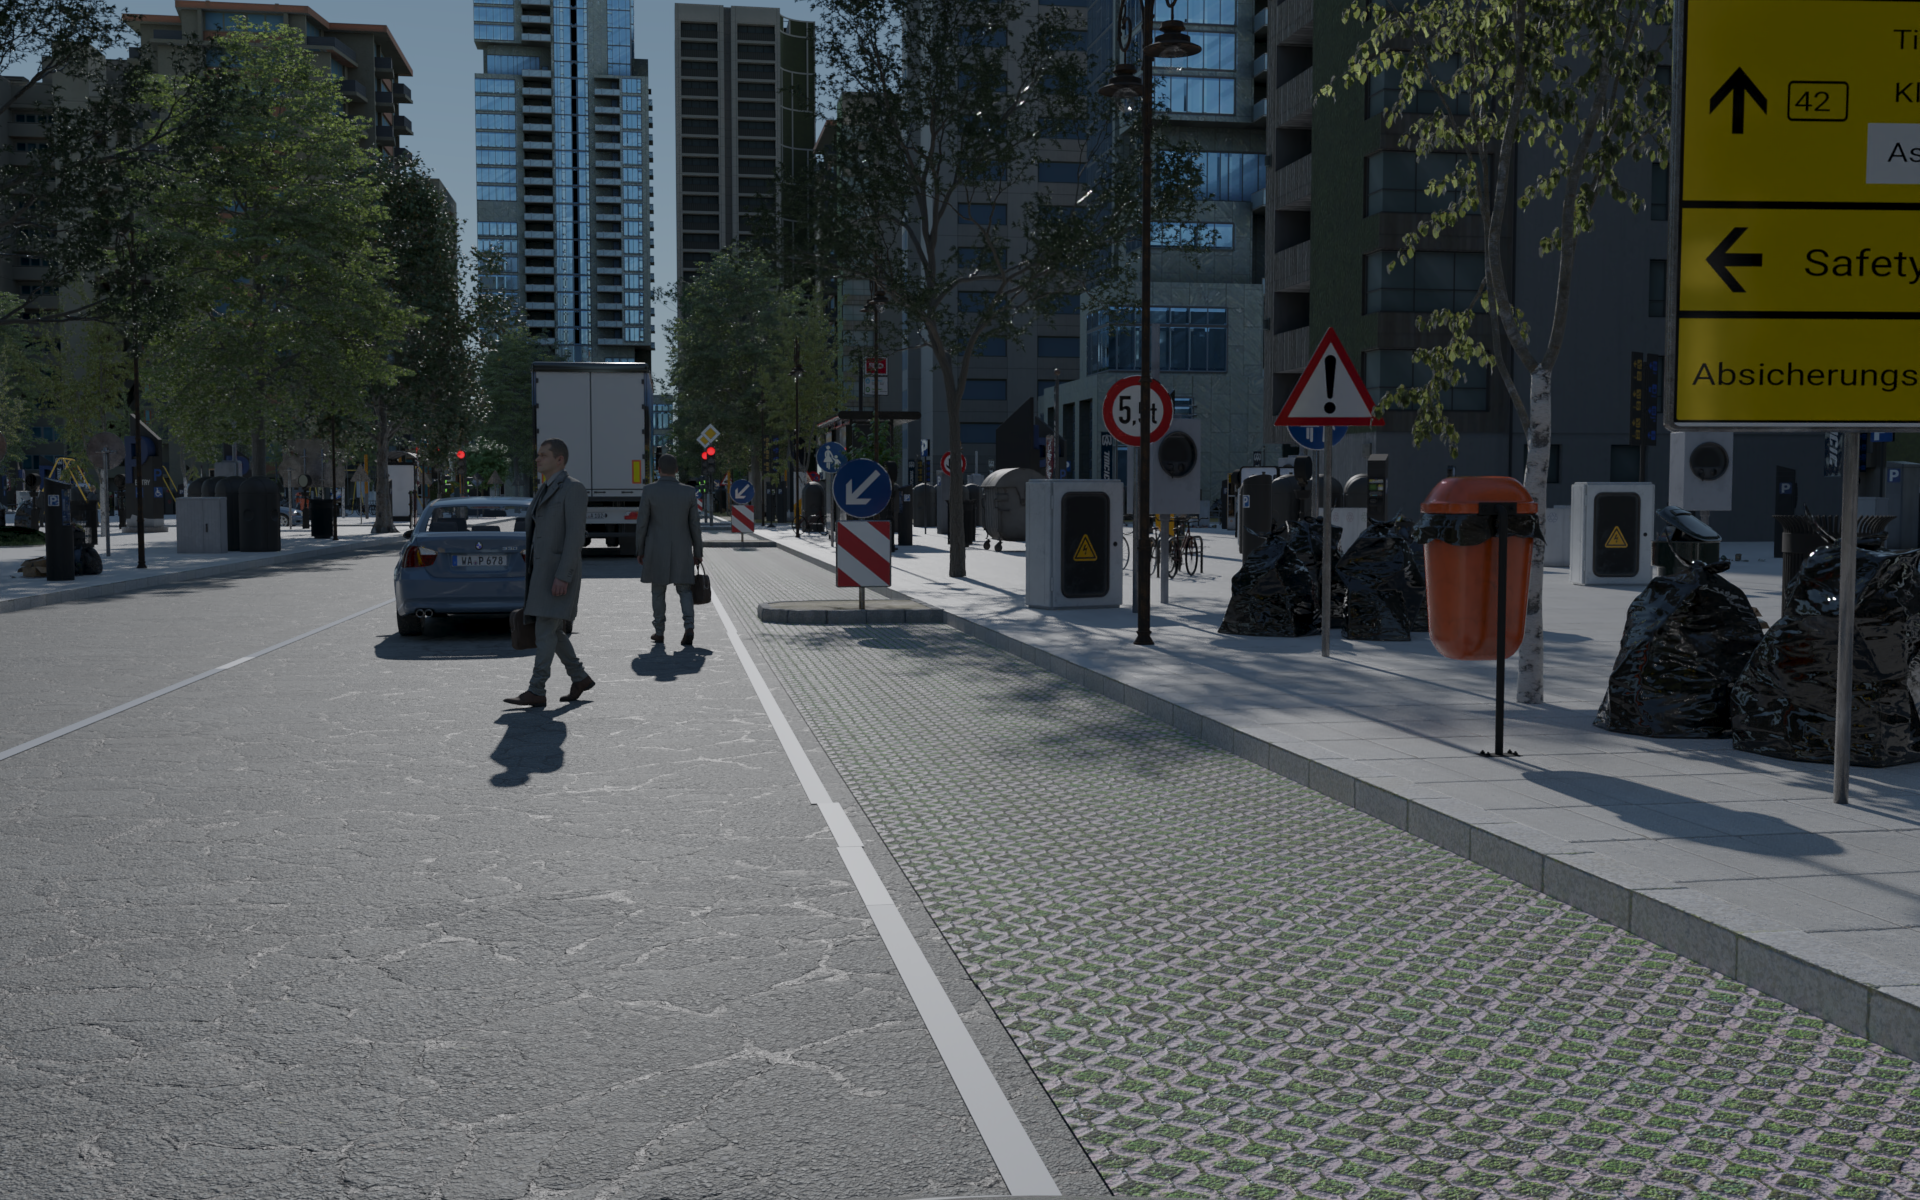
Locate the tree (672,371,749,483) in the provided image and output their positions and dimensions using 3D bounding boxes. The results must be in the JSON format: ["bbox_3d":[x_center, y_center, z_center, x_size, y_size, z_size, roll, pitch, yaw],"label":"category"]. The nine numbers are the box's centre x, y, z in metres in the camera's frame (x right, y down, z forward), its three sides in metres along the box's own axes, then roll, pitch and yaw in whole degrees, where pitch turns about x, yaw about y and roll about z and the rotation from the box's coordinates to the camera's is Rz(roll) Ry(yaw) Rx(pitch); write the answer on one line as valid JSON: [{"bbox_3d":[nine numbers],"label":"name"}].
[{"bbox_3d":[-22.571,-14.665,157.895,7.486,12.596,7.792,0,3,0],"label":"tree"}]

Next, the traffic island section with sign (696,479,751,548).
[{"bbox_3d":[-6.044,-2.345,46.965,1.989,1.847,2.006,-1,4,-10],"label":"traffic island section with sign"}]

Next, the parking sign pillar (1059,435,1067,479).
[{"bbox_3d":[3.029,-4.340,59.433,1.447,3.967,1.447,3,5,42],"label":"parking sign pillar"}]

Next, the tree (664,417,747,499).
[{"bbox_3d":[-27.727,-16.537,187.380,9.611,12.733,9.660,0,3,0],"label":"tree"}]

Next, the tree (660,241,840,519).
[{"bbox_3d":[-10.228,-11.043,87.204,9.857,13.997,8.962,0,3,0],"label":"tree"}]

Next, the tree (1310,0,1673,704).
[{"bbox_3d":[3.694,-3.681,10.555,4.360,8.622,3.978,0,3,0],"label":"tree"}]

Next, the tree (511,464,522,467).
[{"bbox_3d":[-34.856,-12.784,143.425,7.601,10.594,8.767,1,4,10],"label":"tree"}]

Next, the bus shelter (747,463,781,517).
[{"bbox_3d":[-10.826,-6.221,95.630,2.014,3.302,5.546,-1,4,-10],"label":"bus shelter"}]

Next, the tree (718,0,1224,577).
[{"bbox_3d":[0.113,-5.649,26.776,8.767,10.594,7.601,1,4,21],"label":"tree"}]

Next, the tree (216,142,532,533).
[{"bbox_3d":[-18.961,-8.538,56.610,9.611,12.733,9.660,0,3,0],"label":"tree"}]

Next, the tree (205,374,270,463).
[{"bbox_3d":[-42.439,-9.272,101.959,4.360,8.622,3.978,0,3,0],"label":"tree"}]

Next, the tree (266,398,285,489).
[{"bbox_3d":[-45.490,-9.772,110.134,4.737,8.622,4.395,0,3,0],"label":"tree"}]

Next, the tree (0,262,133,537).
[{"bbox_3d":[-25.972,-6.202,51.769,4.737,8.622,4.395,0,3,0],"label":"tree"}]

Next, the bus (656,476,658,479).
[{"bbox_3d":[-31.442,-10.965,174.136,2.948,3.499,13.247,-1,4,-9],"label":"bus"}]

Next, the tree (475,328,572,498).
[{"bbox_3d":[-33.391,-13.803,132.338,9.857,13.997,8.962,0,3,0],"label":"tree"}]

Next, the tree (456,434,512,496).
[{"bbox_3d":[-26.140,-6.808,95.022,4.285,4.588,4.351,0,3,0],"label":"tree"}]

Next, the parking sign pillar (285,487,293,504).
[{"bbox_3d":[-45.949,-8.025,119.685,1.447,3.967,1.447,-1,4,-23],"label":"parking sign pillar"}]

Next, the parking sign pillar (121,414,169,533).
[{"bbox_3d":[-27.292,-4.247,57.911,1.447,3.967,1.447,2,4,24],"label":"parking sign pillar"}]

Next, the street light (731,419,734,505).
[{"bbox_3d":[-12.459,-7.461,94.775,0.468,5.910,1.993,-1,4,-10],"label":"street light"}]

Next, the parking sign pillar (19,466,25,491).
[{"bbox_3d":[-74.447,-9.101,137.278,1.447,3.967,1.447,-1,4,-19],"label":"parking sign pillar"}]

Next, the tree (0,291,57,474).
[{"bbox_3d":[-49.641,-10.325,86.939,7.486,12.596,7.792,0,3,0],"label":"tree"}]

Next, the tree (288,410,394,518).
[{"bbox_3d":[-32.899,-8.673,92.171,4.737,8.622,4.395,0,3,0],"label":"tree"}]

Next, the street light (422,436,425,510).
[{"bbox_3d":[-20.639,-5.735,66.558,0.468,5.910,1.993,-1,4,-10],"label":"street light"}]

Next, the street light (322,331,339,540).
[{"bbox_3d":[-17.314,-4.590,47.842,0.468,5.910,1.993,-1,4,-10],"label":"street light"}]

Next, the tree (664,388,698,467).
[{"bbox_3d":[-24.652,-14.769,167.232,9.928,11.665,9.643,0,3,0],"label":"tree"}]

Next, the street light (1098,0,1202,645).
[{"bbox_3d":[1.569,-2.558,14.604,0.468,5.910,1.993,-1,4,-10],"label":"street light"}]

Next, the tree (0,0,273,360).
[{"bbox_3d":[-13.621,-5.402,22.738,7.601,10.594,8.767,1,4,12],"label":"tree"}]

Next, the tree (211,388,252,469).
[{"bbox_3d":[-35.049,-7.855,78.793,4.737,8.622,4.395,0,3,0],"label":"tree"}]

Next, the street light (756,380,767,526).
[{"bbox_3d":[-7.857,-5.884,68.995,0.468,5.910,1.993,-1,4,-10],"label":"street light"}]

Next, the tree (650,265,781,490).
[{"bbox_3d":[-19.481,-17.477,141.633,12.611,20.169,13.585,0,3,0],"label":"tree"}]

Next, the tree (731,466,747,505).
[{"bbox_3d":[-14.092,-7.006,109.148,1.663,3.219,1.824,0,3,0],"label":"tree"}]

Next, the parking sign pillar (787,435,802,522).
[{"bbox_3d":[-7.683,-5.570,79.548,1.447,3.967,1.447,-1,4,-12],"label":"parking sign pillar"}]

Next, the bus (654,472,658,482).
[{"bbox_3d":[-29.079,-10.181,158.004,2.896,3.916,12.252,-1,4,-8],"label":"bus"}]

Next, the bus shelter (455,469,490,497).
[{"bbox_3d":[-28.717,-6.821,102.802,1.731,3.624,6.357,-1,4,-10],"label":"bus shelter"}]

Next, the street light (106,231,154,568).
[{"bbox_3d":[-14.152,-3.486,29.780,0.468,5.910,1.993,-1,4,-10],"label":"street light"}]

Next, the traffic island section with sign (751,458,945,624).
[{"bbox_3d":[-1.313,-0.690,19.902,1.989,1.847,2.006,-1,4,-10],"label":"traffic island section with sign"}]

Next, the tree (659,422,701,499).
[{"bbox_3d":[-32.780,-18.817,218.029,12.009,13.543,11.850,0,3,0],"label":"tree"}]

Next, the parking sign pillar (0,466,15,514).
[{"bbox_3d":[-61.279,-7.471,110.625,1.447,3.967,1.447,-1,4,-15],"label":"parking sign pillar"}]

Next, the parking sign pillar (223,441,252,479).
[{"bbox_3d":[-36.725,-6.092,88.084,1.447,3.967,1.447,3,5,43],"label":"parking sign pillar"}]

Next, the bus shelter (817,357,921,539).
[{"bbox_3d":[-2.716,-4.294,47.842,2.179,5.291,8.768,-1,4,-10],"label":"bus shelter"}]

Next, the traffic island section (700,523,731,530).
[{"bbox_3d":[-11.272,-3.346,76.989,2.009,0.180,2.903,-1,4,-10],"label":"traffic island section"}]

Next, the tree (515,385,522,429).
[{"bbox_3d":[-36.679,-15.018,155.914,12.009,13.543,11.850,0,3,0],"label":"tree"}]

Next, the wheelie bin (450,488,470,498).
[{"bbox_3d":[-24.482,-4.709,84.897,0.980,1.594,0.693,-1,4,-18],"label":"wheelie bin"}]

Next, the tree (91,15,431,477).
[{"bbox_3d":[-16.685,-7.548,41.533,7.486,12.596,7.792,0,3,0],"label":"tree"}]

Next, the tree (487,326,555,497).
[{"bbox_3d":[-30.216,-12.167,117.058,7.486,12.596,7.792,0,3,0],"label":"tree"}]

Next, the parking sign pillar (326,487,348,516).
[{"bbox_3d":[-35.956,-6.790,99.489,1.447,3.967,1.447,-3,5,-44],"label":"parking sign pillar"}]

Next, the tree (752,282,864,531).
[{"bbox_3d":[-5.348,-6.680,59.580,4.737,8.622,4.395,0,3,0],"label":"tree"}]

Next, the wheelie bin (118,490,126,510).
[{"bbox_3d":[-41.097,-4.748,85.538,0.980,1.594,0.693,0,4,5],"label":"wheelie bin"}]

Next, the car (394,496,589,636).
[{"bbox_3d":[-5.090,-0.423,18.920,2.014,1.417,4.499,-1,4,-11],"label":"car"}]

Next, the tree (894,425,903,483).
[{"bbox_3d":[-5.939,-12.329,151.937,4.737,8.622,4.395,0,3,0],"label":"tree"}]

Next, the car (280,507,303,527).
[{"bbox_3d":[-29.096,-3.585,70.625,4.499,1.417,2.014,-1,4,-10],"label":"car"}]

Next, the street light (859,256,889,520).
[{"bbox_3d":[-1.587,-3.674,32.861,0.468,5.910,1.993,-1,4,-10],"label":"street light"}]

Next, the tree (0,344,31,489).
[{"bbox_3d":[-44.216,-7.848,78.682,4.360,8.622,3.978,0,3,0],"label":"tree"}]

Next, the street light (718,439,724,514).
[{"bbox_3d":[-15.673,-8.604,113.460,0.468,5.910,1.993,-1,4,-10],"label":"street light"}]

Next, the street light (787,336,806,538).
[{"bbox_3d":[-4.787,-4.779,50.917,0.468,5.910,1.993,-1,4,-10],"label":"street light"}]

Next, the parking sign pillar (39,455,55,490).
[{"bbox_3d":[-62.083,-7.931,118.143,1.447,3.967,1.447,-1,4,-13],"label":"parking sign pillar"}]

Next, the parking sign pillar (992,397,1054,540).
[{"bbox_3d":[1.620,-3.686,48.733,1.447,3.967,1.447,3,5,43],"label":"parking sign pillar"}]

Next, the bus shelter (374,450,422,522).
[{"bbox_3d":[-26.568,-5.449,83.021,2.014,3.302,5.546,-1,4,-10],"label":"bus shelter"}]

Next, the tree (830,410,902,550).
[{"bbox_3d":[-1.912,-2.765,39.806,1.663,3.219,1.824,0,3,0],"label":"tree"}]
